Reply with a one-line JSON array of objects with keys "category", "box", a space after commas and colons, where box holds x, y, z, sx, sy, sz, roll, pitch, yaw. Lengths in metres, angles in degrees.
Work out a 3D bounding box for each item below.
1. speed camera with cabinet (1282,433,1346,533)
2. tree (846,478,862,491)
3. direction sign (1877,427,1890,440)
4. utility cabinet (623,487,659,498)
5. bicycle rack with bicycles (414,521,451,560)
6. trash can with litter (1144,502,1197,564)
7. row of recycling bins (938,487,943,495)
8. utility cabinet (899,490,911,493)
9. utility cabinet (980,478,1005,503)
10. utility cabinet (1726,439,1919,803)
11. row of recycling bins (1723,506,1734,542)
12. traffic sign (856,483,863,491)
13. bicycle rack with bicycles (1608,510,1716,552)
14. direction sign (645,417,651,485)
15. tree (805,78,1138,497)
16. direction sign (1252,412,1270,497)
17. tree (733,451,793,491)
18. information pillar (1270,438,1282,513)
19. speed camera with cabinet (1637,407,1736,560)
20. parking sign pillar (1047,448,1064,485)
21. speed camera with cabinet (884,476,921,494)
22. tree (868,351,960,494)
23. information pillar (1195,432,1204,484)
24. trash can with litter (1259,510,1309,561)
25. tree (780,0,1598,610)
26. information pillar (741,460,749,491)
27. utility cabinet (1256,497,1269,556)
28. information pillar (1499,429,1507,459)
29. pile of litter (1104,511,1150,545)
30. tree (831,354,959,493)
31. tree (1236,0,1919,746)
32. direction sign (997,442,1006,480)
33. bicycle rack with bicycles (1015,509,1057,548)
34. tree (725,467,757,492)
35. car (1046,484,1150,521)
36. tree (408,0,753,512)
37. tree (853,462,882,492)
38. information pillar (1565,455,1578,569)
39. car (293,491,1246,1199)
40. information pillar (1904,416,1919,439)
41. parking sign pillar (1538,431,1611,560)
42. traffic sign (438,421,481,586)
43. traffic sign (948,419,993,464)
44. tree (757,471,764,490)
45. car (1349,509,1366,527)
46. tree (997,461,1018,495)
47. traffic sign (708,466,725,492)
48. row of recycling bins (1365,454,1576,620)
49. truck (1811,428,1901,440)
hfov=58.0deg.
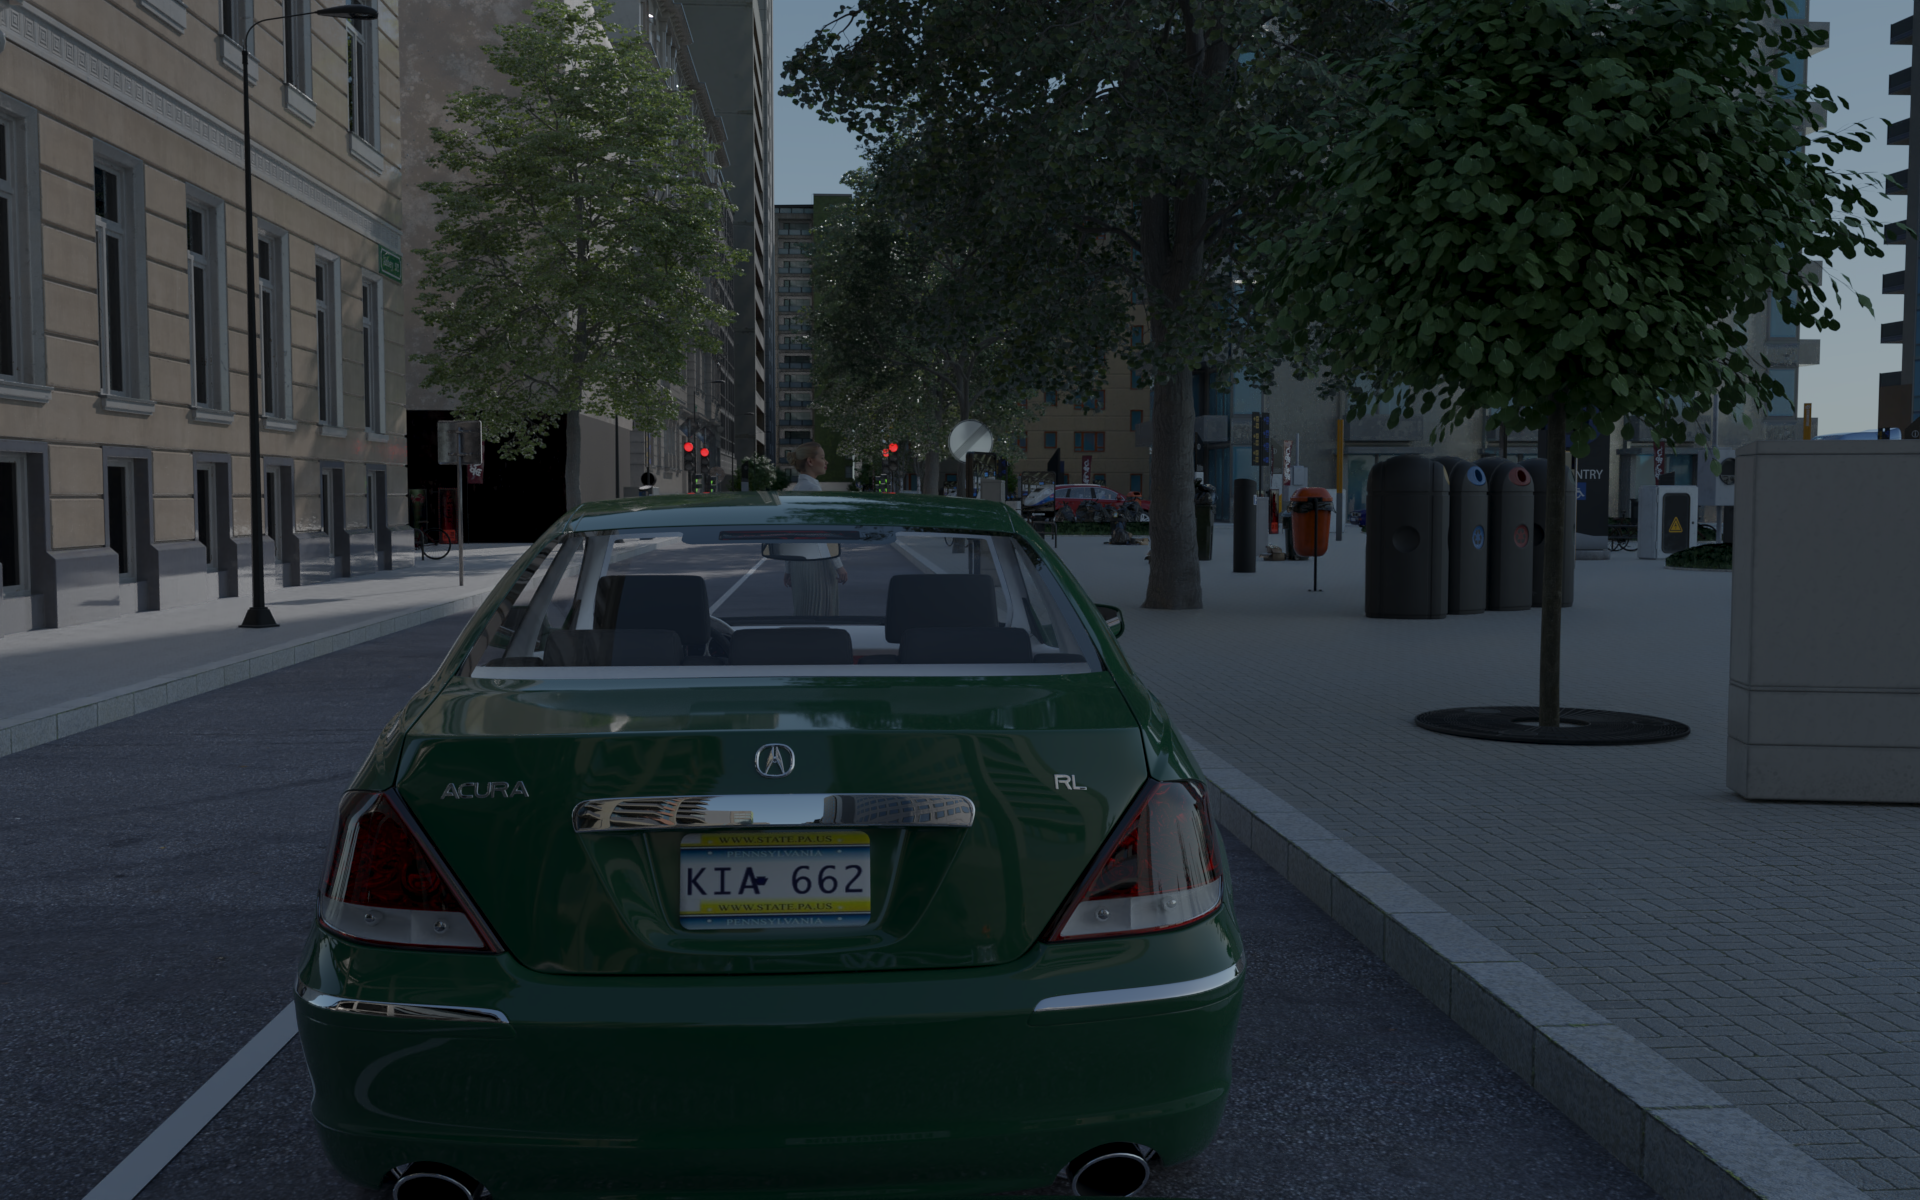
[{"category": "speed camera with cabinet", "box": [11.625, -3.826, 56.889, 2.038, 3.252, 0.660, -1, 4, -14]}, {"category": "tree", "box": [-12.732, -13.105, 208.864, 1.663, 3.219, 1.824, 0, 3, 0]}, {"category": "direction sign", "box": [31.520, -4.110, 59.189, 0.379, 3.537, 0.876, 0, 4, 5]}, {"category": "utility cabinet", "box": [-9.689, -2.695, 52.738, 1.173, 1.500, 0.318, 2, 4, 31]}, {"category": "bicycle rack with bicycles", "box": [-11.489, -1.189, 32.817, 2.925, 0.926, 2.852, 0, 4, 7]}, {"category": "trash can with litter", "box": [3.801, -1.235, 31.574, 0.624, 1.170, 1.055, -3, 5, -41]}, {"category": "row of recycling bins", "box": [0.416, -5.619, 98.989, 3.534, 1.692, 1.069, -1, 4, -10]}, {"category": "utility cabinet", "box": [-3.362, -5.632, 100.759, 1.173, 1.500, 0.318, -3, 5, -44]}, {"category": "utility cabinet", "box": [0.475, -0.962, 24.404, 0.318, 1.500, 1.173, 0, 4, 4]}, {"category": "utility cabinet", "box": [3.861, 0.091, 7.199, 1.173, 1.500, 0.318, 1, 4, 9]}, {"category": "row of recycling bins", "box": [20.509, -2.197, 43.035, 1.069, 1.692, 3.534, -2, 4, -26]}, {"category": "traffic sign", "box": [-8.145, -8.635, 141.290, 0.768, 2.556, 0.104, 0, 4, -2]}, {"category": "bicycle rack with bicycles", "box": [14.856, -1.512, 38.111, 2.925, 0.926, 2.852, 3, 5, 39]}, {"category": "direction sign", "box": [-9.032, -3.559, 50.187, 0.379, 3.537, 0.876, 0, 4, -1]}, {"category": "tree", "box": [0.305, -6.293, 37.306, 7.601, 10.594, 8.767, -1, 4, -16]}, {"category": "direction sign", "box": [8.312, -3.422, 47.946, 0.379, 3.537, 0.876, 3, 5, 40]}, {"category": "tree", "box": [-15.377, -8.971, 130.397, 4.285, 4.588, 4.351, 0, 3, 0]}, {"category": "information pillar", "box": [13.086, -4.918, 71.764, 0.504, 3.616, 0.183, 0, 4, -1]}, {"category": "speed camera with cabinet", "box": [14.397, -2.431, 34.079, 2.038, 3.252, 0.660, -1, 4, -17]}, {"category": "parking sign pillar", "box": [5.606, -6.912, 101.481, 1.447, 3.967, 1.447, -2, 4, -26]}, {"category": "speed camera with cabinet", "box": [-3.073, -5.904, 90.858, 2.038, 3.252, 0.660, 0, 4, -8]}, {"category": "tree", "box": [-2.569, -8.001, 81.181, 4.360, 8.622, 3.978, 0, 3, 0]}, {"category": "information pillar", "box": [8.979, -4.512, 65.126, 0.183, 3.616, 0.504, 3, 5, 40]}, {"category": "trash can with litter", "box": [6.329, -1.342, 33.321, 1.055, 1.170, 0.624, -2, 4, -25]}, {"category": "tree", "box": [2.511, -6.876, 19.082, 9.857, 13.997, 8.962, 0, 3, 0]}, {"category": "information pillar", "box": [-14.635, -7.746, 117.996, 0.504, 3.616, 0.183, 0, 4, 3]}, {"category": "utility cabinet", "box": [6.164, -1.537, 36.300, 0.306, 1.237, 1.020, 0, 4, -8]}, {"category": "information pillar", "box": [12.814, -3.029, 40.886, 0.183, 3.616, 0.504, 0, 4, 5]}, {"category": "pile of litter", "box": [4.252, -1.844, 44.113, 1.176, 0.858, 1.719, 0, 4, 3]}, {"category": "tree", "box": [-3.473, -10.870, 95.849, 7.486, 12.596, 7.792, 0, 3, 0]}, {"category": "tree", "box": [3.285, -1.566, 9.315, 4.285, 4.588, 4.351, 0, 3, 0]}, {"category": "direction sign", "box": [1.716, -5.029, 74.221, 0.379, 3.537, 0.876, -3, 4, -36]}, {"category": "bicycle rack with bicycles", "box": [1.092, -1.722, 41.537, 2.852, 0.926, 2.925, -1, 4, -17]}, {"category": "tree", "box": [-15.572, -7.785, 121.889, 1.663, 3.219, 1.824, 0, 3, 0]}, {"category": "car", "box": [5.300, -3.588, 67.331, 5.304, 1.827, 2.281, 0, 4, -3]}, {"category": "tree", "box": [-8.431, -7.420, 39.440, 7.486, 12.596, 7.792, 0, 3, 0]}, {"category": "tree", "box": [-6.738, -9.418, 137.700, 4.285, 4.588, 4.351, 0, 3, 0]}, {"category": "information pillar", "box": [10.374, -1.545, 29.755, 0.304, 2.012, 0.304, -1, 4, -17]}, {"category": "car", "box": [-0.470, 0.409, 5.111, 2.131, 1.459, 4.920, 0, 4, -4]}, {"category": "information pillar", "box": [28.356, -3.683, 51.575, 0.183, 3.616, 0.504, -2, 4, -32]}, {"category": "parking sign pillar", "box": [12.101, -2.794, 34.159, 1.447, 3.967, 1.447, 0, 4, -4]}, {"category": "traffic sign", "box": [-6.969, -1.347, 24.151, 0.606, 2.300, 0.079, 0, 4, 2]}, {"category": "traffic sign", "box": [0.181, -1.806, 29.631, 0.768, 2.556, 0.104, 0, 4, -1]}, {"category": "tree", "box": [-15.040, -7.943, 124.470, 1.663, 3.219, 1.824, 0, 3, 0]}, {"category": "car", "box": [17.481, -3.428, 68.626, 3.894, 1.354, 1.945, 0, 4, -4]}, {"category": "tree", "box": [2.498, -5.871, 90.600, 1.663, 3.219, 1.824, 0, 3, 0]}, {"category": "traffic sign", "box": [-11.166, -4.856, 79.501, 0.768, 2.556, 0.104, 0, 4, 2]}, {"category": "row of recycling bins", "box": [5.596, -0.726, 18.983, 3.534, 1.692, 1.069, -3, 5, -43]}, {"category": "truck", "box": [43.740, -5.013, 71.722, 18.799, 4.110, 2.967, 0, 4, -4]}]
